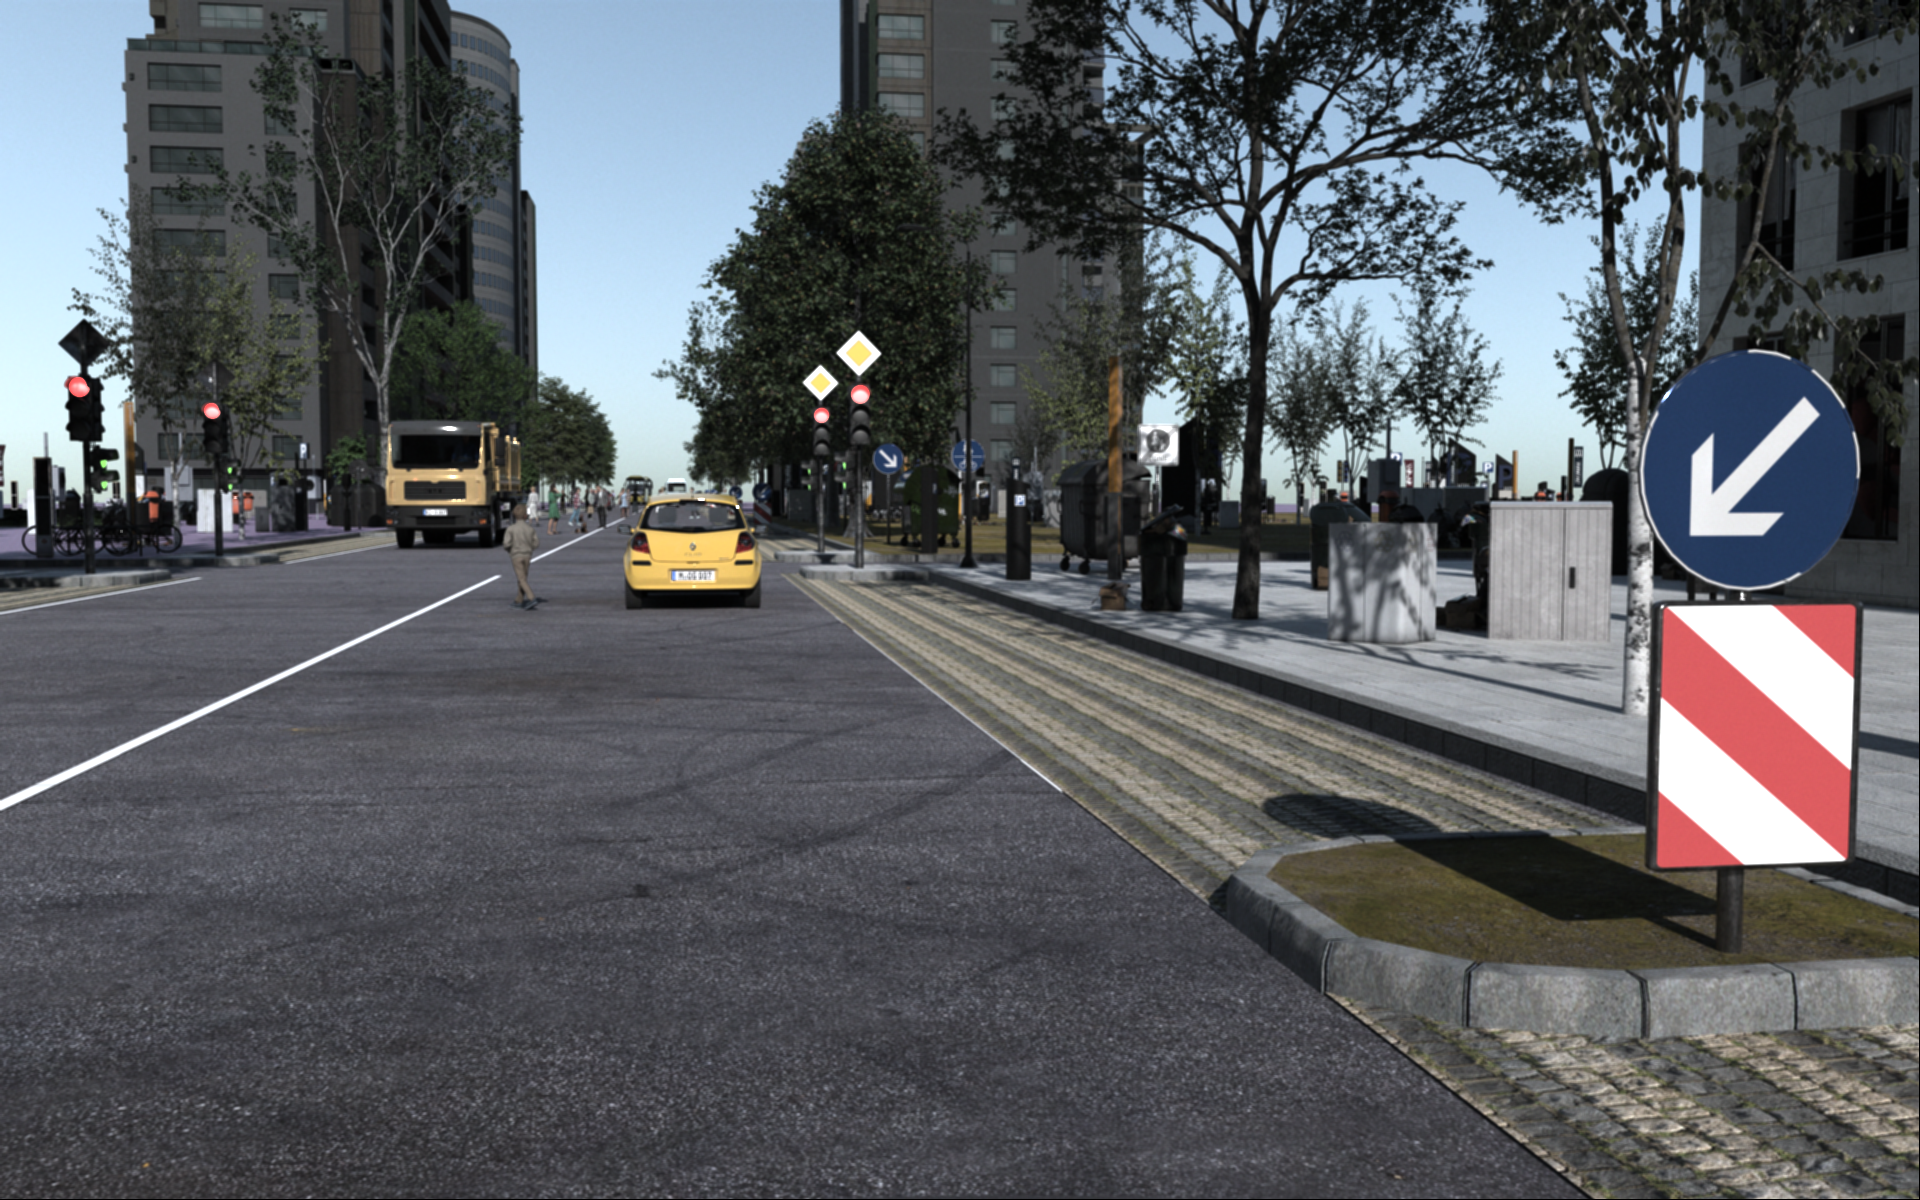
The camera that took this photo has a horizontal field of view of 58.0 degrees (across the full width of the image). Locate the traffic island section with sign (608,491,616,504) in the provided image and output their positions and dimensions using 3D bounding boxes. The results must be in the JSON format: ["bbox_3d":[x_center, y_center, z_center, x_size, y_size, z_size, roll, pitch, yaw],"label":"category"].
[{"bbox_3d":[-49.201,-14.309,242.577,1.989,1.847,2.006,-1,4,-9],"label":"traffic island section with sign"}]

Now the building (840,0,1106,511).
[{"bbox_3d":[0.634,-36.800,143.680,21.231,58.520,28.212,-1,4,-9],"label":"building"}]

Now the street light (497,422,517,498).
[{"bbox_3d":[-29.142,-8.486,111.284,1.470,5.913,1.316,-1,4,-9],"label":"street light"}]

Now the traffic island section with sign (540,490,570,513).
[{"bbox_3d":[-31.412,-7.660,133.865,1.989,1.847,2.006,-1,4,-9],"label":"traffic island section with sign"}]

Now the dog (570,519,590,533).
[{"bbox_3d":[-14.055,-2.680,64.016,0.748,0.427,0.550,-1,4,-13],"label":"dog"}]

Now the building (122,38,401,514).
[{"bbox_3d":[-45.578,-20.983,114.773,14.160,30.474,14.107,-1,4,-9],"label":"building"}]

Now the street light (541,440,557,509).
[{"bbox_3d":[-35.121,-10.733,148.024,1.470,5.913,1.316,-1,4,-9],"label":"street light"}]

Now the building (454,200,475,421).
[{"bbox_3d":[-54.101,-24.035,164.677,14.160,30.474,14.107,-1,4,-9],"label":"building"}]

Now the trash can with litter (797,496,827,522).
[{"bbox_3d":[-6.800,-4.281,81.054,2.233,1.210,1.678,-3,5,-39],"label":"trash can with litter"}]

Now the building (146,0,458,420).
[{"bbox_3d":[-54.760,-31.908,145.390,21.300,48.544,21.600,-1,4,-9],"label":"building"}]

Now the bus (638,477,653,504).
[{"bbox_3d":[-45.576,-15.754,249.124,2.896,3.916,12.252,-1,4,-9],"label":"bus"}]

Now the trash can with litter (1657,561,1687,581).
[{"bbox_3d":[10.770,-0.872,25.639,0.624,1.170,1.055,-1,4,-20],"label":"trash can with litter"}]

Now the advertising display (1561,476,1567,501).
[{"bbox_3d":[21.393,-3.433,61.350,0.123,1.923,0.974,2,4,24],"label":"advertising display"}]

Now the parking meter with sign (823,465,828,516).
[{"bbox_3d":[-8.149,-6.577,103.795,0.543,3.016,1.738,-1,4,-13],"label":"parking meter with sign"}]

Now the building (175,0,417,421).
[{"bbox_3d":[-48.486,-27.217,128.590,14.154,41.232,14.086,-1,4,-9],"label":"building"}]

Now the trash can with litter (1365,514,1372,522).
[{"bbox_3d":[6.234,-0.934,26.654,0.624,1.170,1.055,-3,4,-39],"label":"trash can with litter"}]

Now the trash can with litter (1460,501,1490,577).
[{"bbox_3d":[8.286,-0.936,26.683,1.055,1.170,0.624,-2,4,-28],"label":"trash can with litter"}]

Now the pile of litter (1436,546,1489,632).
[{"bbox_3d":[4.969,-0.176,16.850,1.176,0.858,1.719,2,4,26],"label":"pile of litter"}]

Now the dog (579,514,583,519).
[{"bbox_3d":[-19.796,-4.257,89.791,0.748,0.427,0.550,-1,4,-10],"label":"dog"}]

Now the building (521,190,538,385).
[{"bbox_3d":[-67.965,-36.523,247.254,14.600,45.320,14.200,-1,4,-9],"label":"building"}]

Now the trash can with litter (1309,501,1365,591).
[{"bbox_3d":[5.031,-0.730,23.321,0.624,1.170,1.055,0,4,7],"label":"trash can with litter"}]

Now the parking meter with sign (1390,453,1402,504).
[{"bbox_3d":[18.542,-4.740,73.756,0.543,3.016,1.738,1,4,16],"label":"parking meter with sign"}]

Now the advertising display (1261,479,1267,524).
[{"bbox_3d":[12.723,-4.200,73.885,0.974,1.923,0.123,-3,5,-42],"label":"advertising display"}]

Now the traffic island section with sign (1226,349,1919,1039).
[{"bbox_3d":[1.943,0.191,5.509,1.989,1.847,2.006,-1,4,-9],"label":"traffic island section with sign"}]

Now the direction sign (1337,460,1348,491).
[{"bbox_3d":[25.811,-7.636,116.852,0.876,3.537,0.379,-2,4,-25],"label":"direction sign"}]

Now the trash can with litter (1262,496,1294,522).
[{"bbox_3d":[14.419,-4.185,79.484,1.678,1.210,2.233,-2,4,-29],"label":"trash can with litter"}]

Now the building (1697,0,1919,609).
[{"bbox_3d":[16.398,-9.827,15.427,10.420,20.320,16.860,-1,4,-9],"label":"building"}]

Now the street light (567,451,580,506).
[{"bbox_3d":[-41.295,-12.987,184.882,1.470,5.913,1.316,-1,4,-9],"label":"street light"}]

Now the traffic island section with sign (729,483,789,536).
[{"bbox_3d":[-7.026,-3.160,60.299,1.989,1.847,2.006,-1,4,-9],"label":"traffic island section with sign"}]

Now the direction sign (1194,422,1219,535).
[{"bbox_3d":[7.825,-3.853,54.999,0.876,3.537,0.379,-2,4,-25],"label":"direction sign"}]

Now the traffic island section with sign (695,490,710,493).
[{"bbox_3d":[-23.858,-9.447,163.086,1.989,1.847,2.006,-1,4,-9],"label":"traffic island section with sign"}]

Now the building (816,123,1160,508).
[{"bbox_3d":[1.222,-29.310,171.094,32.217,40.220,23.993,-1,4,-9],"label":"building"}]

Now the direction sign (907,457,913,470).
[{"bbox_3d":[-2.865,-6.896,104.740,0.876,3.537,0.379,0,4,7],"label":"direction sign"}]

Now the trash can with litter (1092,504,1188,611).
[{"bbox_3d":[1.980,-0.468,19.046,1.055,1.170,0.624,1,4,12],"label":"trash can with litter"}]

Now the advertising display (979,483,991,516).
[{"bbox_3d":[1.463,-5.985,103.061,0.123,1.923,0.974,-3,4,-38],"label":"advertising display"}]

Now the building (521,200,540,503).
[{"bbox_3d":[-64.548,-33.596,232.883,14.154,41.232,14.086,-1,4,-9],"label":"building"}]

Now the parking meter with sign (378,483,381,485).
[{"bbox_3d":[-35.843,-6.662,105.183,1.738,3.016,0.543,1,4,11],"label":"parking meter with sign"}]

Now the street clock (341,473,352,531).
[{"bbox_3d":[-21.288,-3.399,60.142,0.358,2.002,0.471,0,4,-6],"label":"street clock"}]

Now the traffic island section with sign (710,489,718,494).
[{"bbox_3d":[-11.379,-4.787,86.902,1.989,1.847,2.006,-1,4,-9],"label":"traffic island section with sign"}]

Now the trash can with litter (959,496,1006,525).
[{"bbox_3d":[0.877,-3.705,71.635,2.233,1.210,1.678,3,4,39],"label":"trash can with litter"}]

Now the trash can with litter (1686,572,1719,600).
[{"bbox_3d":[7.461,-0.349,16.761,2.233,1.210,1.678,-3,5,-44],"label":"trash can with litter"}]

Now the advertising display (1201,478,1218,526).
[{"bbox_3d":[9.826,-3.883,68.705,0.974,1.923,0.123,-2,4,-34],"label":"advertising display"}]

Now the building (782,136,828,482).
[{"bbox_3d":[-12.306,-37.516,232.993,23.786,49.044,30.456,-1,4,-9],"label":"building"}]

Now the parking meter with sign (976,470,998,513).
[{"bbox_3d":[1.939,-7.239,114.620,1.738,3.016,0.543,1,4,18],"label":"parking meter with sign"}]

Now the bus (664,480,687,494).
[{"bbox_3d":[-37.332,-14.211,227.208,2.948,3.499,13.247,-1,4,-11],"label":"bus"}]

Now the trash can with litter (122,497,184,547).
[{"bbox_3d":[-20.071,-1.967,43.225,1.678,1.210,2.233,1,4,10],"label":"trash can with litter"}]

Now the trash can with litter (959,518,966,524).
[{"bbox_3d":[-0.184,-3.815,73.761,1.055,1.170,0.624,2,4,32],"label":"trash can with litter"}]

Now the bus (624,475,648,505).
[{"bbox_3d":[-43.251,-14.705,231.965,2.896,3.916,12.252,-1,4,-8],"label":"bus"}]

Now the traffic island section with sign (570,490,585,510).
[{"bbox_3d":[-35.776,-9.293,160.561,1.989,1.847,2.006,-1,4,-9],"label":"traffic island section with sign"}]

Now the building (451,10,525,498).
[{"bbox_3d":[-65.314,-40.908,210.841,21.231,58.520,28.212,-1,4,-9],"label":"building"}]

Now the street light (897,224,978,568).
[{"bbox_3d":[-0.385,-3.516,30.035,1.470,5.913,1.316,-1,4,-9],"label":"street light"}]

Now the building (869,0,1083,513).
[{"bbox_3d":[0.407,-26.823,122.146,14.154,41.232,14.086,-1,4,-9],"label":"building"}]

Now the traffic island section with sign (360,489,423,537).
[{"bbox_3d":[-19.032,-3.041,58.341,1.989,1.847,2.006,-1,4,-9],"label":"traffic island section with sign"}]

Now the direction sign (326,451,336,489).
[{"bbox_3d":[-33.535,-6.144,92.444,0.379,3.537,0.876,1,4,10],"label":"direction sign"}]

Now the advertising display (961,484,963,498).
[{"bbox_3d":[0.331,-6.263,107.619,0.123,1.923,0.974,-2,4,-34],"label":"advertising display"}]

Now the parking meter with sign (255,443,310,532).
[{"bbox_3d":[-22.966,-3.816,58.660,0.543,3.016,1.738,3,5,44],"label":"parking meter with sign"}]

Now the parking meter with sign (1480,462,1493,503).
[{"bbox_3d":[28.678,-6.016,94.618,0.543,3.016,1.738,2,4,27],"label":"parking meter with sign"}]
